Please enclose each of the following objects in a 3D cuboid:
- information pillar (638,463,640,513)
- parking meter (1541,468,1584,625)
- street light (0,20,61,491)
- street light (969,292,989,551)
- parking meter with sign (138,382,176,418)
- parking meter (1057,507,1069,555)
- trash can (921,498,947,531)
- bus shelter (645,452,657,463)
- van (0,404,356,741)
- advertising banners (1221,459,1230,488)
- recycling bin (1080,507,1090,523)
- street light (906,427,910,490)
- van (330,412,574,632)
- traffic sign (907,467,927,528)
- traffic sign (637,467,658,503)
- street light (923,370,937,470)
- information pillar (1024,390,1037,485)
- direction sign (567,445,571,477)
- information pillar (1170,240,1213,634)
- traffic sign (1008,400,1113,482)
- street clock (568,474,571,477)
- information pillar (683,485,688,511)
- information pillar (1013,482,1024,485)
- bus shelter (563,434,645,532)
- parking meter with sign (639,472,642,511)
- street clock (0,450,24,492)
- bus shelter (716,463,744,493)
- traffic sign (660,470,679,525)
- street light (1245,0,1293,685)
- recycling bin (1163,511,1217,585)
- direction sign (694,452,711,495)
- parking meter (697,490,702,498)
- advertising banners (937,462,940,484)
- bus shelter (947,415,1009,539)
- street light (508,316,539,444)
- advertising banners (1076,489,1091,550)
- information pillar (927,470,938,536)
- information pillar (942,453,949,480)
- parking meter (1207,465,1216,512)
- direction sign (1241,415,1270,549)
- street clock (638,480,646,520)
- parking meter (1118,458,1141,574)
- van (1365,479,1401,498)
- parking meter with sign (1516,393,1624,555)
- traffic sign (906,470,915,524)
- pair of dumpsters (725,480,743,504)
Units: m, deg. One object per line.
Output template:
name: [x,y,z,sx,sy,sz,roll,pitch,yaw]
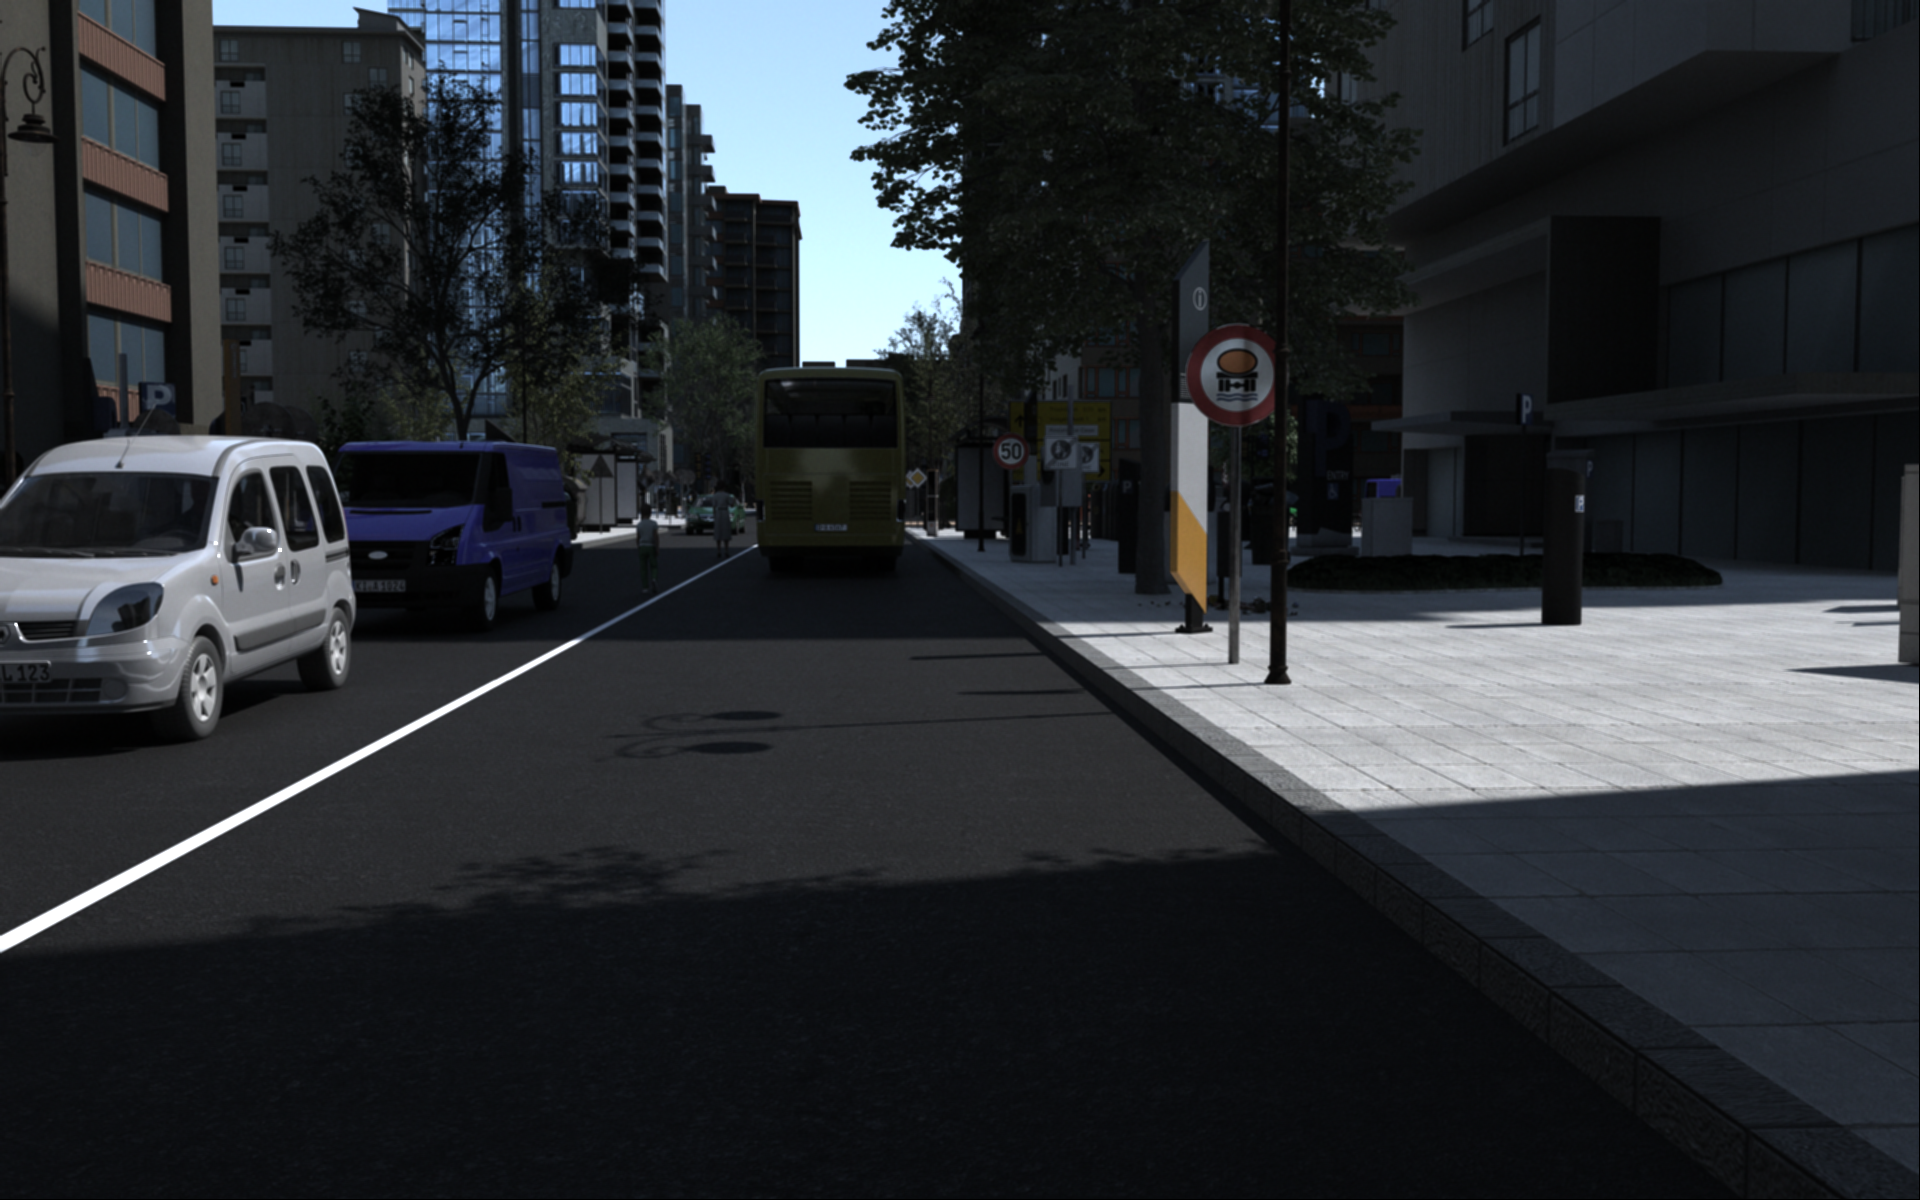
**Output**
information pillar: [-22.142,-7.817,119.161,0.183,3.616,0.504,-1,4,-13]
parking meter: [5.936,-0.529,17.052,0.372,1.533,0.369,0,3,0]
street light: [-9.145,-2.680,16.598,0.468,5.910,1.993,0,4,-3]
street light: [0.476,-4.027,38.637,0.468,5.910,1.993,0,4,-3]
parking meter with sign: [-13.200,-1.921,27.671,1.738,3.016,0.543,3,4,38]
parking meter: [2.122,-1.729,36.687,0.372,1.533,0.369,0,3,0]
trash can: [-0.958,-2.923,59.444,0.748,1.137,0.748,0,3,0]
bus shelter: [-14.533,-4.996,75.613,2.014,3.302,5.546,0,4,-3]
van: [-5.296,-0.264,11.326,2.013,2.044,4.112,0,4,-3]
advertising banners: [12.007,-4.795,74.590,0.090,3.025,2.074,-3,5,-42]
recycling bin: [5.515,-3.995,77.878,0.722,1.027,0.722,-1,4,-21]
street light: [-2.848,-7.426,94.210,0.468,5.910,1.993,0,4,-3]
van: [-5.873,-0.941,19.770,2.240,2.365,5.245,0,4,-2]
traffic sign: [-1.594,-3.767,65.236,0.795,2.450,0.064,0,4,-3]
traffic sign: [-11.671,-3.731,64.641,0.795,2.450,0.064,0,4,-3]
street light: [-1.111,-5.632,64.864,0.468,5.910,1.993,0,4,-3]
information pillar: [1.508,-2.784,36.870,0.183,3.616,0.504,2,4,29]
direction sign: [-17.259,-5.217,77.301,0.876,3.537,0.379,3,5,43]
information pillar: [2.115,-1.501,15.895,0.183,3.616,0.504,3,5,42]
traffic sign: [2.161,-2.665,37.447,2.265,3.308,0.079,0,4,-2]
street clock: [-14.080,-3.570,62.936,0.358,2.002,0.471,0,4,0]
information pillar: [-21.139,-7.870,133.171,0.304,2.012,0.304,-2,4,-31]
information pillar: [1.528,-2.440,44.380,0.304,2.012,0.304,2,4,35]
bus shelter: [-12.529,-4.100,60.952,2.014,3.302,5.546,0,4,-4]
parking meter with sign: [-25.049,-8.447,134.375,0.543,3.016,1.738,2,4,25]
street clock: [-15.655,-1.463,28.491,0.358,2.002,0.471,1,4,19]
bus shelter: [-17.703,-8.711,133.709,1.731,3.624,6.357,0,4,-3]
traffic sign: [-12.159,-4.218,72.612,0.795,2.450,0.064,0,4,-3]
street light: [2.154,-2.372,11.564,0.468,5.910,1.993,0,4,-3]
recycling bin: [3.282,-0.755,24.901,0.722,1.027,0.722,1,4,18]
direction sign: [-13.964,-6.244,94.082,0.876,3.537,0.379,0,4,-5]
parking meter: [-17.694,-6.692,117.824,0.372,1.533,0.369,0,3,0]
advertising banners: [-1.006,-5.891,92.509,0.090,3.025,2.074,-1,4,-10]
bus shelter: [0.800,-3.269,47.378,2.014,3.302,5.546,0,4,-3]
street light: [-10.772,-4.286,42.869,0.468,5.910,1.993,0,4,-3]
advertising banners: [2.683,-2.653,39.556,0.090,3.025,2.074,1,4,19]
information pillar: [-0.837,-2.942,52.587,0.304,2.012,0.304,1,4,11]
information pillar: [-0.828,-6.565,98.691,0.183,3.616,0.504,-3,5,-39]
parking meter: [4.324,-1.531,30.746,0.399,1.863,0.255,0,4,3]
direction sign: [6.791,-2.952,40.259,0.876,3.537,0.379,3,5,40]
street clock: [-14.837,-4.672,80.961,0.471,2.002,0.358,-1,4,-14]
parking meter: [2.780,-1.362,27.975,0.399,1.863,0.255,3,5,40]
van: [19.370,-4.089,71.246,5.245,2.365,2.240,0,4,-4]
parking meter with sign: [10.431,-2.039,29.605,1.738,3.016,0.543,3,5,40]
traffic sign: [-2.082,-4.255,73.206,0.795,2.450,0.064,0,4,-3]
pair of dumpsters: [-16.133,-7.292,121.711,1.574,2.255,4.437,0,4,-3]
